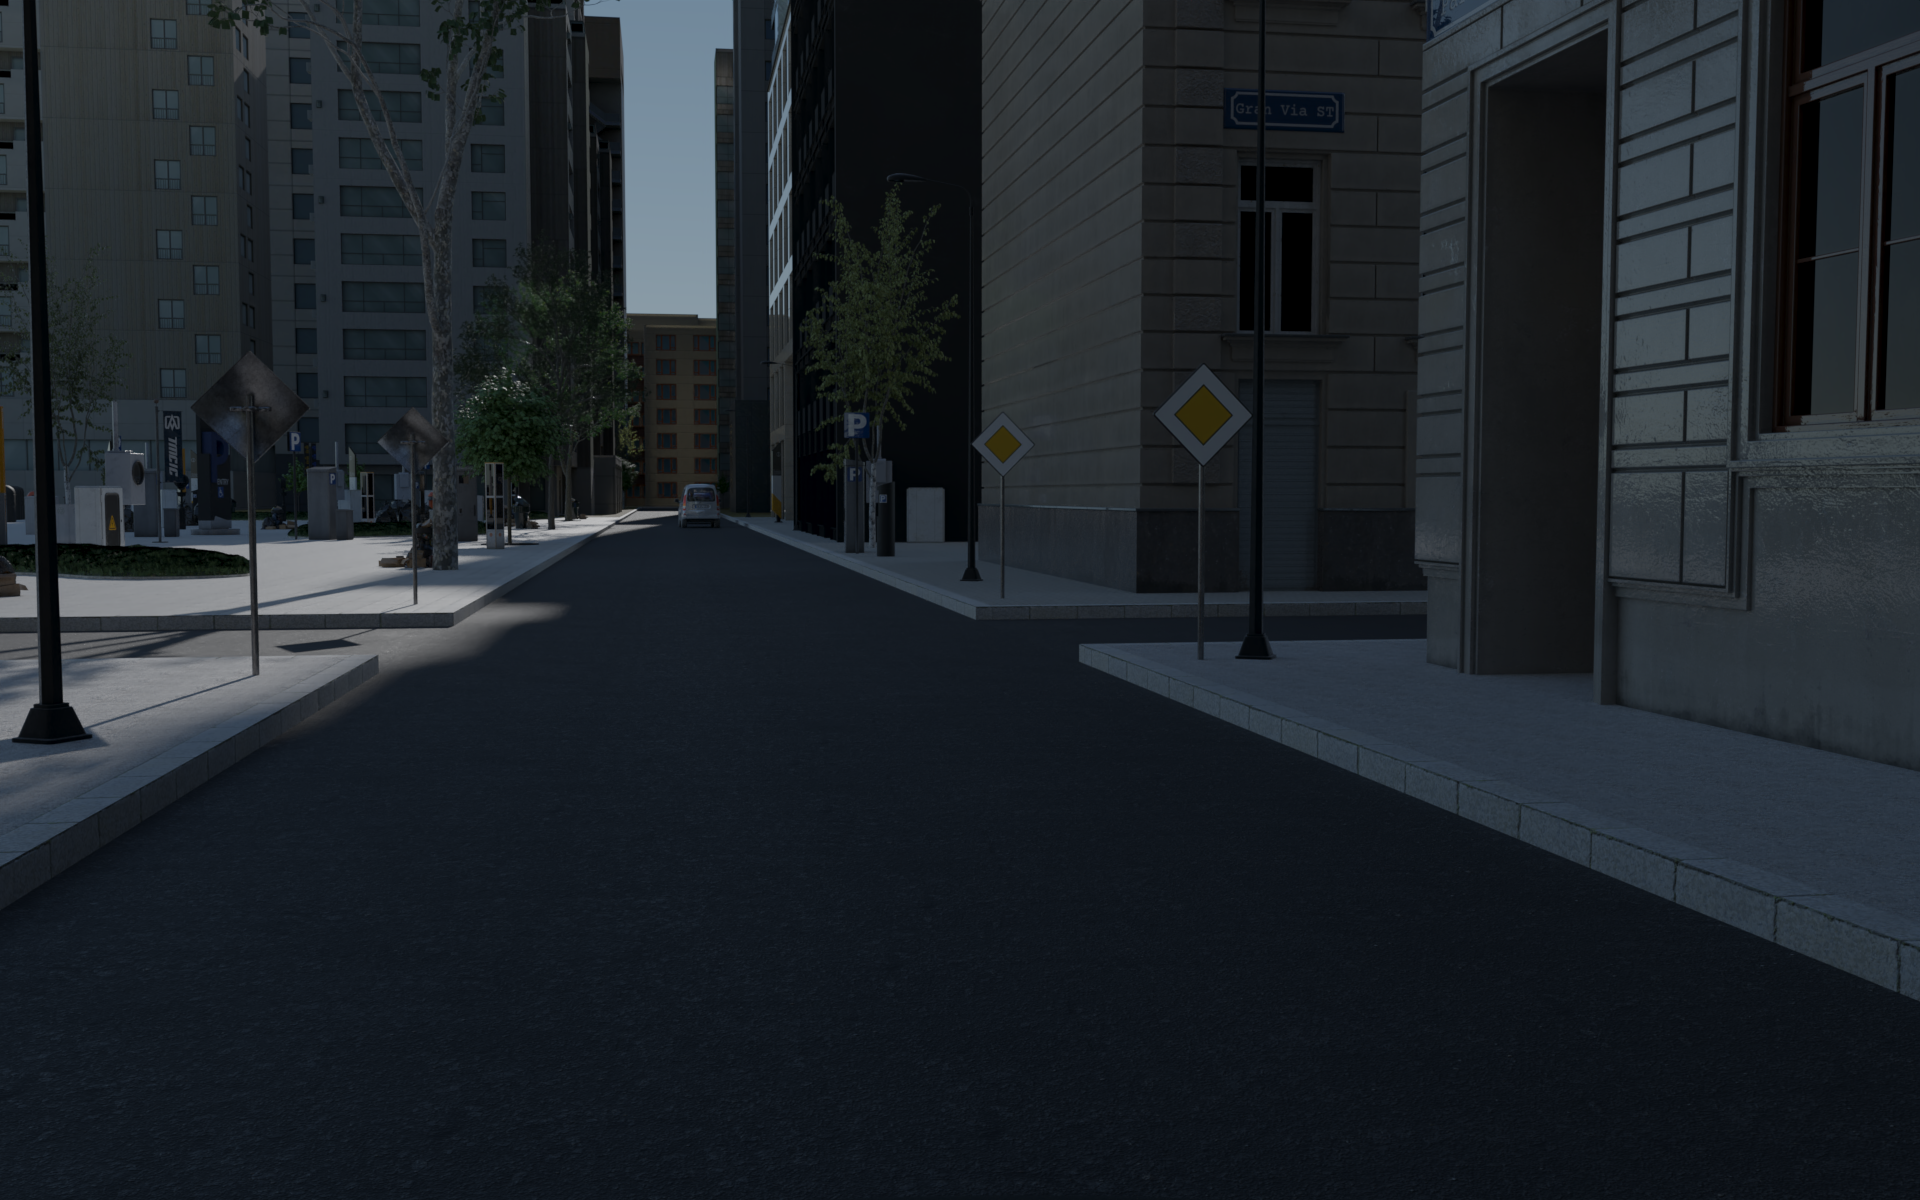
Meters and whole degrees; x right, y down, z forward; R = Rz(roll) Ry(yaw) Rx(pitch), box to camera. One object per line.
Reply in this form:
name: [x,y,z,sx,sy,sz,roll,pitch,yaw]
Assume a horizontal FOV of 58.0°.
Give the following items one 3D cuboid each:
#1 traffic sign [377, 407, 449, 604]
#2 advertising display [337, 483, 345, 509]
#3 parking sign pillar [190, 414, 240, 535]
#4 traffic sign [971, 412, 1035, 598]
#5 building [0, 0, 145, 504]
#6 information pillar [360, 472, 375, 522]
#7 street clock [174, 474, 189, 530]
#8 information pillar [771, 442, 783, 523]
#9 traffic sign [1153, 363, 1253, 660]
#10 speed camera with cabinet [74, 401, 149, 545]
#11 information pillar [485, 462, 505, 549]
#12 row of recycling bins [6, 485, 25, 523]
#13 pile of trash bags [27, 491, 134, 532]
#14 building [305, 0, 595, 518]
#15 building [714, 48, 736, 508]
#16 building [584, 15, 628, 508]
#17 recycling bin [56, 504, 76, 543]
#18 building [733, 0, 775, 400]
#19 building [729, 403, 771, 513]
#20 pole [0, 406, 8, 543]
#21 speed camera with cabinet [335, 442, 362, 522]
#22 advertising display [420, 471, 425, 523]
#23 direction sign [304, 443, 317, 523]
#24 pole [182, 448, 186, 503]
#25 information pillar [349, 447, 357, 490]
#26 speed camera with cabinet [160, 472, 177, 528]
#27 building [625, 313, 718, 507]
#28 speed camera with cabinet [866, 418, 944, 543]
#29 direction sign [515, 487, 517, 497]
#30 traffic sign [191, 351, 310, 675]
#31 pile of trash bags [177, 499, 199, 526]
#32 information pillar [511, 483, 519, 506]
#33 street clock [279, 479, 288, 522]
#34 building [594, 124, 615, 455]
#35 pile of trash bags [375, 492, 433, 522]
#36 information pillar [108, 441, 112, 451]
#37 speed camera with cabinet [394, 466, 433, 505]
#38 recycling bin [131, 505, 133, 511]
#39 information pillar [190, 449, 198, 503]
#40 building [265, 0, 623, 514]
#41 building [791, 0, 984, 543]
traffic sign: [-6.330,-1.006,20.086,0.795,2.450,0.064,-1,4,-10]
advertising display: [-32.391,-5.179,89.887,0.974,1.923,0.123,1,4,9]
parking sign pillar: [-23.482,-4.039,54.511,1.447,3.967,1.447,0,4,5]
traffic sign: [0.519,-1.076,21.228,0.795,2.450,0.064,-1,4,-10]
building: [-71.867,-34.119,147.080,27.495,52.752,28.713,-1,4,-10]
information pillar: [-19.836,-3.272,57.996,0.304,2.012,0.304,2,4,28]
street clock: [-28.135,-3.550,62.609,0.471,2.002,0.358,0,4,-4]
information pillar: [-8.224,-5.284,77.752,0.504,3.616,0.183,-3,5,-41]
traffic sign: [1.861,-0.594,13.356,0.795,2.450,0.064,-1,4,-10]
speed camera with cabinet: [-17.830,-2.570,36.351,0.660,3.252,2.038,0,4,-1]
information pillar: [-10.831,-2.192,40.332,0.304,2.012,0.304,2,4,27]
row of recycling bins: [-47.472,-4.875,86.822,1.069,1.692,3.534,-2,4,-26]
pile of trash bags: [-29.590,-2.977,58.429,3.447,1.369,1.912,-1,4,-17]
building: [-28.686,-20.066,99.788,14.160,30.474,14.107,-1,4,-10]
building: [-16.061,-29.374,163.862,14.154,41.232,14.086,-1,4,-10]
building: [-38.248,-31.196,160.159,14.200,45.320,14.600,-1,4,-10]
recycling bin: [-22.222,-1.858,42.933,0.722,1.027,0.722,3,5,43]
building: [-8.132,-36.775,143.269,21.231,58.520,28.212,-1,4,-10]
building: [-3.510,-48.949,112.989,22.319,86.520,31.000,-1,4,-10]
pole: [-22.292,-2.839,40.254,0.158,3.312,0.155,0,3,0]
speed camera with cabinet: [-23.630,-4.403,66.332,0.660,3.252,2.038,1,4,11]
advertising display: [-15.244,-2.686,49.133,0.123,1.923,0.974,-1,4,-17]
direction sign: [-28.844,-5.195,76.938,0.379,3.537,0.876,1,4,14]
pole: [-34.699,-5.113,77.435,0.158,3.312,0.155,0,3,0]
information pillar: [-30.036,-5.770,85.696,0.504,3.616,0.183,3,4,37]
speed camera with cabinet: [-30.644,-4.402,66.304,0.660,3.252,2.038,-3,5,-44]
building: [-39.895,-21.051,189.219,28.899,21.520,27.650,-1,4,-10]
speed camera with cabinet: [-1.435,-3.133,45.558,2.038,3.252,0.660,0,4,-1]
direction sign: [-18.323,-4.862,71.491,0.379,3.537,0.876,1,4,13]
traffic sign: [-4.988,-0.524,12.214,0.795,2.450,0.064,-1,4,-10]
pile of trash bags: [-30.949,-3.695,70.161,3.447,1.369,1.912,2,4,30]
information pillar: [-23.563,-5.334,91.702,0.304,2.012,0.304,1,4,10]
street clock: [-31.536,-4.660,80.761,0.358,2.002,0.471,-1,4,-21]
building: [-34.218,-22.177,134.300,14.160,30.474,14.107,-1,4,-10]
pile of trash bags: [-21.749,-3.630,69.102,1.912,1.369,3.447,1,4,15]
information pillar: [-37.415,-5.196,76.303,0.183,3.616,0.504,-3,4,-37]
speed camera with cabinet: [-23.400,-4.935,75.020,2.038,3.252,0.660,-2,4,-27]
recycling bin: [-37.212,-4.053,78.814,0.722,1.027,0.722,3,5,41]
information pillar: [-40.063,-6.082,90.796,0.504,3.616,0.183,0,4,-1]
building: [-33.479,-41.428,115.607,20.563,71.187,20.611,-1,4,-10]
building: [1.489,-13.717,53.954,12.332,23.373,15.834,-1,4,-10]
